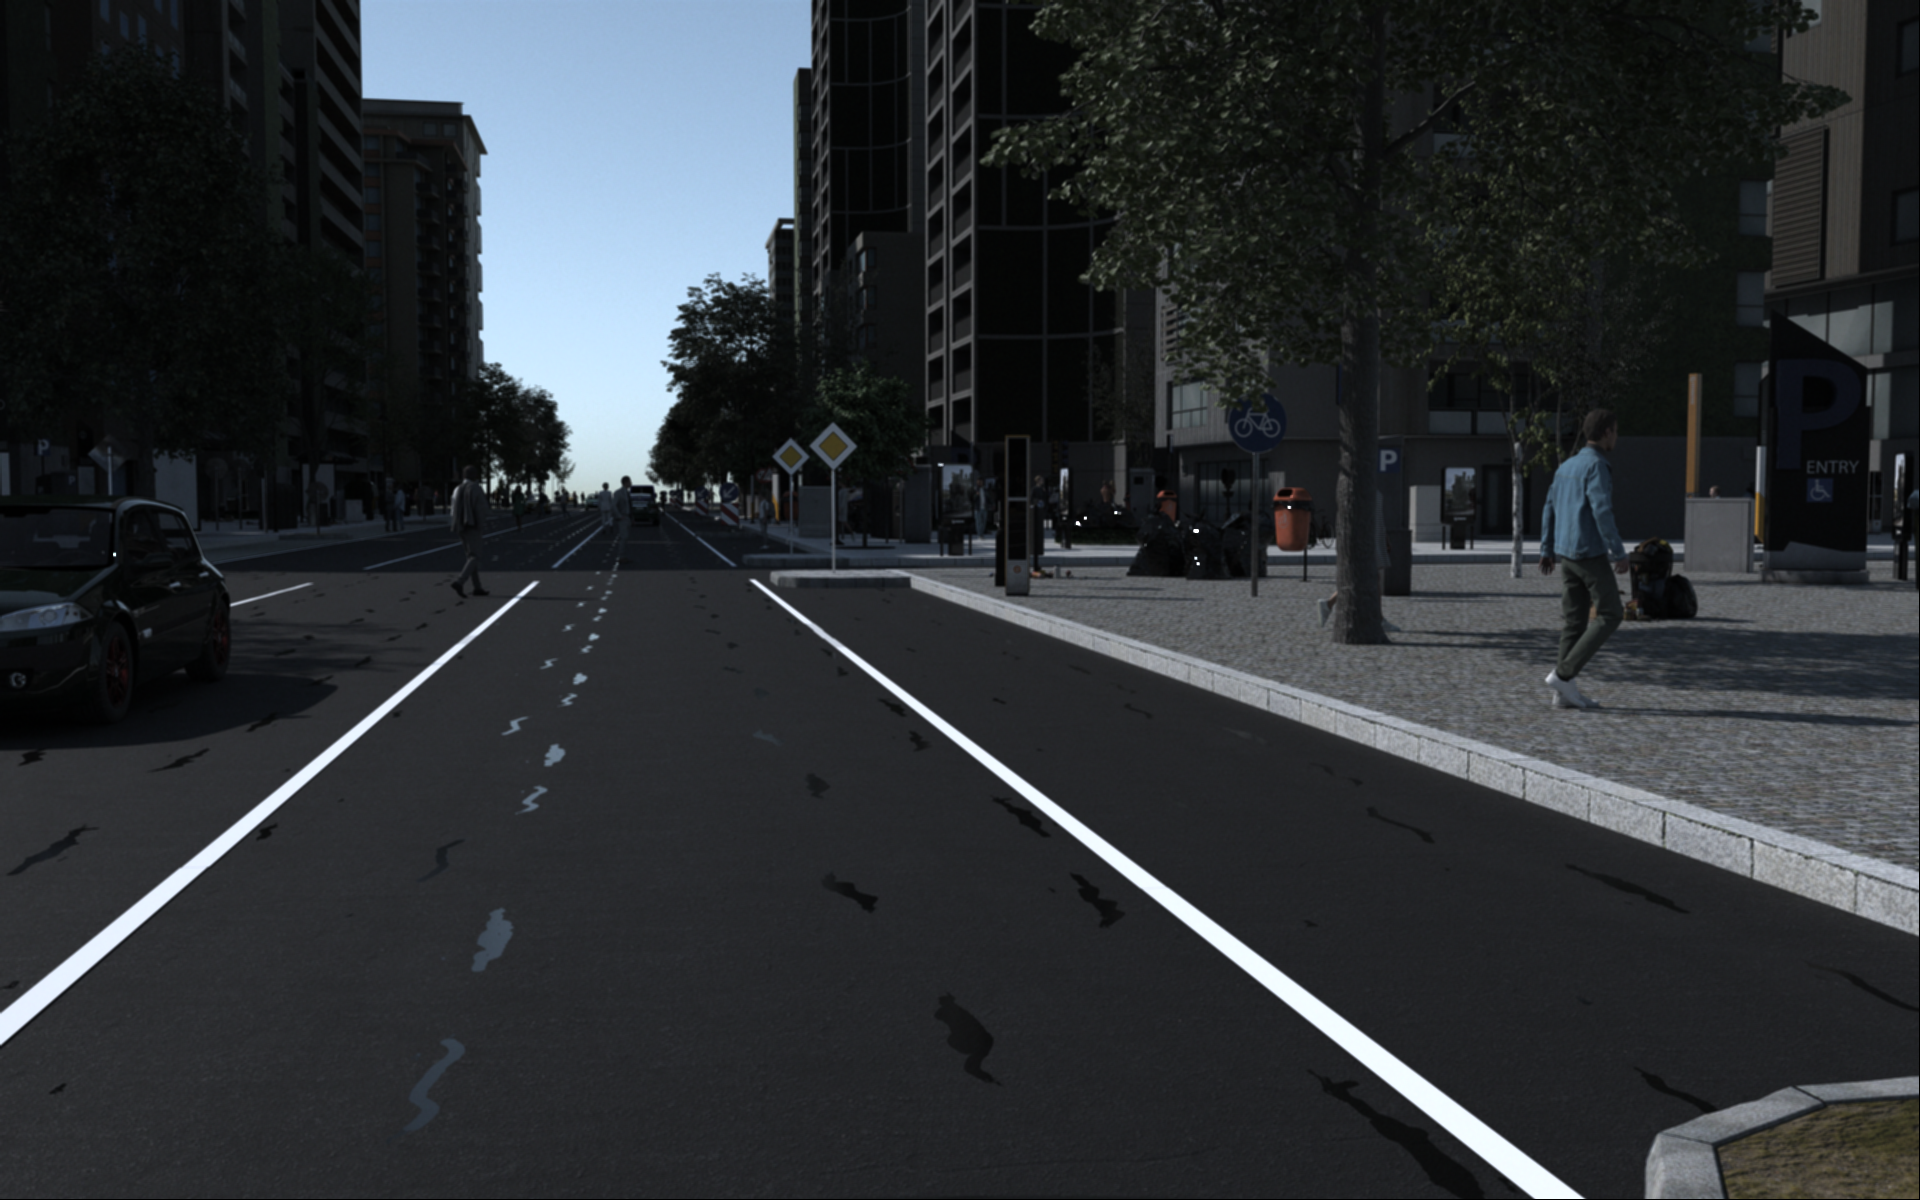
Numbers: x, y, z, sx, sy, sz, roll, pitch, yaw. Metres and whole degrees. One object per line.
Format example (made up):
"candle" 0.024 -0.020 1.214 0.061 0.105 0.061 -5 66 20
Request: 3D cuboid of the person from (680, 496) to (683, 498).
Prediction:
"person" -36.049 -13.312 224.409 1.217 1.743 0.721 -2 4 -34

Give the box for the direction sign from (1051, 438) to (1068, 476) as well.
"direction sign" 4.017 -4.758 69.796 0.876 3.537 0.379 -3 4 -38

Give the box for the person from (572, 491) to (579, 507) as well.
"person" -42.609 -11.178 191.987 0.721 1.743 1.217 2 4 23

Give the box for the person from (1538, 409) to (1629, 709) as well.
"person" 3.691 -0.240 10.309 0.444 1.785 0.601 0 4 -3

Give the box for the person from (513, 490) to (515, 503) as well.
"person" -61.576 -14.251 239.010 0.705 1.831 1.348 1 4 23

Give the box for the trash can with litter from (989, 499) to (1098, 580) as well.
"trash can with litter" 1.294 -0.975 26.994 1.678 1.210 2.233 0 4 3

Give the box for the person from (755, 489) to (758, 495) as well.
"person" -19.857 -9.920 168.367 0.705 1.807 1.348 2 4 28

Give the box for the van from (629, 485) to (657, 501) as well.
"van" -22.528 -7.227 122.538 2.240 2.365 5.245 -1 4 -11

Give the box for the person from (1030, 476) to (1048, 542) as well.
"person" 2.068 -2.460 46.683 0.534 1.772 0.576 2 4 29

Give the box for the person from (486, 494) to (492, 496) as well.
"person" -42.998 -9.243 157.853 0.721 1.739 1.217 1 4 22

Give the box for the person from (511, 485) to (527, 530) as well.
"person" -17.387 -3.643 68.309 0.600 1.795 0.529 0 4 -7

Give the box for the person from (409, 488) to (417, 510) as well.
"person" -44.732 -8.216 141.052 0.721 1.739 1.217 2 4 35

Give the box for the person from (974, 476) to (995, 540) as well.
"person" 0.569 -2.553 48.135 0.623 1.781 0.721 -3 5 -40

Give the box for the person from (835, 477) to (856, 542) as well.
"person" -3.079 -2.371 45.556 0.466 1.731 0.760 3 4 37

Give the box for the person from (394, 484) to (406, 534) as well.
"person" -20.310 -3.312 62.913 0.793 1.790 0.793 -3 4 -37

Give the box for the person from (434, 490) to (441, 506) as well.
"person" -53.998 -10.537 179.042 1.217 1.743 0.721 3 5 43

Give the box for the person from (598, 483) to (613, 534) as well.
"person" -12.661 -3.281 62.020 0.514 1.842 0.818 -2 4 -28

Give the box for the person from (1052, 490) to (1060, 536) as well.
"person" 3.147 -2.816 52.180 0.767 1.812 0.694 3 5 40

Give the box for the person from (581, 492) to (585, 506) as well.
"person" -45.479 -12.195 208.803 0.541 1.710 0.530 -3 4 -37

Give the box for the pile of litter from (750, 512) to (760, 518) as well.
"pile of litter" -10.914 -4.908 94.213 1.176 0.858 1.719 1 4 17

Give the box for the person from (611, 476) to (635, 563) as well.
"person" -7.037 -1.692 36.262 0.391 1.810 0.635 0 4 8

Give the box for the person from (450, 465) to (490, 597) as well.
"person" -6.825 -0.954 24.193 0.679 1.850 0.850 2 4 26

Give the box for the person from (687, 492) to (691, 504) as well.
"person" -36.720 -13.959 234.808 0.617 1.759 0.750 -1 4 -20

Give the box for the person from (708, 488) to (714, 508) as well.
"person" -23.544 -9.637 163.475 0.709 1.838 0.599 -3 5 -40

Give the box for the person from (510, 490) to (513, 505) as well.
"person" -52.681 -12.078 203.605 0.705 1.814 1.350 0 4 -1

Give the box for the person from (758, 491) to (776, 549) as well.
"person" -5.125 -2.102 45.469 0.503 1.515 0.523 3 4 36

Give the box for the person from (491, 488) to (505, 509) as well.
"person" -40.869 -8.989 153.100 1.348 1.812 0.705 1 4 15

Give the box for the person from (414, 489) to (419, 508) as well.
"person" -50.997 -9.532 162.445 0.434 1.755 0.990 -1 4 -10

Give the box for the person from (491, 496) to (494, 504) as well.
"person" -58.587 -12.701 216.965 1.065 1.426 0.557 1 4 15

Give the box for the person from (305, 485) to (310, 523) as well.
"person" -28.399 -4.257 75.896 0.529 1.795 0.600 -2 4 -29

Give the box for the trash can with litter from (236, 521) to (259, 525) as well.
"trash can with litter" -29.260 -3.774 72.765 2.233 1.210 1.678 0 4 5

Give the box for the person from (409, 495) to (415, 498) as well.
"person" -46.991 -8.654 147.617 0.705 1.814 1.350 2 4 25

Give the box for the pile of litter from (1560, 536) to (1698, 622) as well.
"pile of litter" 6.918 -0.244 17.958 1.719 0.858 1.176 -1 4 -19

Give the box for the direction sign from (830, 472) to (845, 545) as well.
"direction sign" -3.088 -3.147 43.450 0.379 3.537 0.876 0 4 -6

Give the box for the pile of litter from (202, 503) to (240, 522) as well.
"pile of litter" -34.307 -4.070 80.509 1.719 0.858 1.176 -1 4 -15

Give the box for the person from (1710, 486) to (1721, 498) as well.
"person" 15.874 -1.595 36.389 0.330 1.601 0.589 1 4 17

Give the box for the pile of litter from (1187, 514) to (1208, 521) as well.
"pile of litter" 5.380 -1.472 38.030 1.176 0.858 1.719 -2 4 -27

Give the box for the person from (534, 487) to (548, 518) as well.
"person" -24.453 -5.659 101.010 0.713 1.824 0.794 1 4 10

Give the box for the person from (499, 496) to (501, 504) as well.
"person" -60.387 -13.346 227.472 0.991 1.433 0.599 0 4 -7

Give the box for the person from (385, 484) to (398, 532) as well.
"person" -21.366 -3.461 65.268 0.590 1.801 0.661 0 4 6

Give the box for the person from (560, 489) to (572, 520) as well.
"person" -22.004 -5.359 96.785 0.598 1.740 0.731 0 4 -6

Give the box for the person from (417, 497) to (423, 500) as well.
"person" -48.508 -9.227 156.921 1.348 1.823 0.705 -1 4 -9

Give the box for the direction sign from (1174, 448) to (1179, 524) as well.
"direction sign" 9.269 -5.056 74.663 0.379 3.537 0.876 0 4 6

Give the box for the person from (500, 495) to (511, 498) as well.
"person" -47.324 -10.600 180.181 1.217 1.723 0.721 0 4 -3

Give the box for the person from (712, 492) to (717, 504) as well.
"person" -30.670 -12.726 214.241 1.348 1.807 0.705 0 4 5

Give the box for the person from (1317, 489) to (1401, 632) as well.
"person" 3.736 -0.573 16.169 0.760 1.731 0.466 0 4 3

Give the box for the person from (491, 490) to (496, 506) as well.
"person" -50.799 -11.155 188.880 0.683 1.767 0.568 0 4 5

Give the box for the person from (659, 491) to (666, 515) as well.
"person" -20.017 -6.512 116.435 0.415 1.643 0.593 -2 4 -33

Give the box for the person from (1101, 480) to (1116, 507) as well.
"person" 5.842 -3.774 67.727 0.580 1.828 0.573 -1 4 -19

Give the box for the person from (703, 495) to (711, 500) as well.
"person" -22.220 -8.878 151.218 1.348 1.822 0.705 3 5 43

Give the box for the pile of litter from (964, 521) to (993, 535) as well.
"pile of litter" 0.283 -2.532 55.368 1.176 0.858 1.719 -3 5 -40
